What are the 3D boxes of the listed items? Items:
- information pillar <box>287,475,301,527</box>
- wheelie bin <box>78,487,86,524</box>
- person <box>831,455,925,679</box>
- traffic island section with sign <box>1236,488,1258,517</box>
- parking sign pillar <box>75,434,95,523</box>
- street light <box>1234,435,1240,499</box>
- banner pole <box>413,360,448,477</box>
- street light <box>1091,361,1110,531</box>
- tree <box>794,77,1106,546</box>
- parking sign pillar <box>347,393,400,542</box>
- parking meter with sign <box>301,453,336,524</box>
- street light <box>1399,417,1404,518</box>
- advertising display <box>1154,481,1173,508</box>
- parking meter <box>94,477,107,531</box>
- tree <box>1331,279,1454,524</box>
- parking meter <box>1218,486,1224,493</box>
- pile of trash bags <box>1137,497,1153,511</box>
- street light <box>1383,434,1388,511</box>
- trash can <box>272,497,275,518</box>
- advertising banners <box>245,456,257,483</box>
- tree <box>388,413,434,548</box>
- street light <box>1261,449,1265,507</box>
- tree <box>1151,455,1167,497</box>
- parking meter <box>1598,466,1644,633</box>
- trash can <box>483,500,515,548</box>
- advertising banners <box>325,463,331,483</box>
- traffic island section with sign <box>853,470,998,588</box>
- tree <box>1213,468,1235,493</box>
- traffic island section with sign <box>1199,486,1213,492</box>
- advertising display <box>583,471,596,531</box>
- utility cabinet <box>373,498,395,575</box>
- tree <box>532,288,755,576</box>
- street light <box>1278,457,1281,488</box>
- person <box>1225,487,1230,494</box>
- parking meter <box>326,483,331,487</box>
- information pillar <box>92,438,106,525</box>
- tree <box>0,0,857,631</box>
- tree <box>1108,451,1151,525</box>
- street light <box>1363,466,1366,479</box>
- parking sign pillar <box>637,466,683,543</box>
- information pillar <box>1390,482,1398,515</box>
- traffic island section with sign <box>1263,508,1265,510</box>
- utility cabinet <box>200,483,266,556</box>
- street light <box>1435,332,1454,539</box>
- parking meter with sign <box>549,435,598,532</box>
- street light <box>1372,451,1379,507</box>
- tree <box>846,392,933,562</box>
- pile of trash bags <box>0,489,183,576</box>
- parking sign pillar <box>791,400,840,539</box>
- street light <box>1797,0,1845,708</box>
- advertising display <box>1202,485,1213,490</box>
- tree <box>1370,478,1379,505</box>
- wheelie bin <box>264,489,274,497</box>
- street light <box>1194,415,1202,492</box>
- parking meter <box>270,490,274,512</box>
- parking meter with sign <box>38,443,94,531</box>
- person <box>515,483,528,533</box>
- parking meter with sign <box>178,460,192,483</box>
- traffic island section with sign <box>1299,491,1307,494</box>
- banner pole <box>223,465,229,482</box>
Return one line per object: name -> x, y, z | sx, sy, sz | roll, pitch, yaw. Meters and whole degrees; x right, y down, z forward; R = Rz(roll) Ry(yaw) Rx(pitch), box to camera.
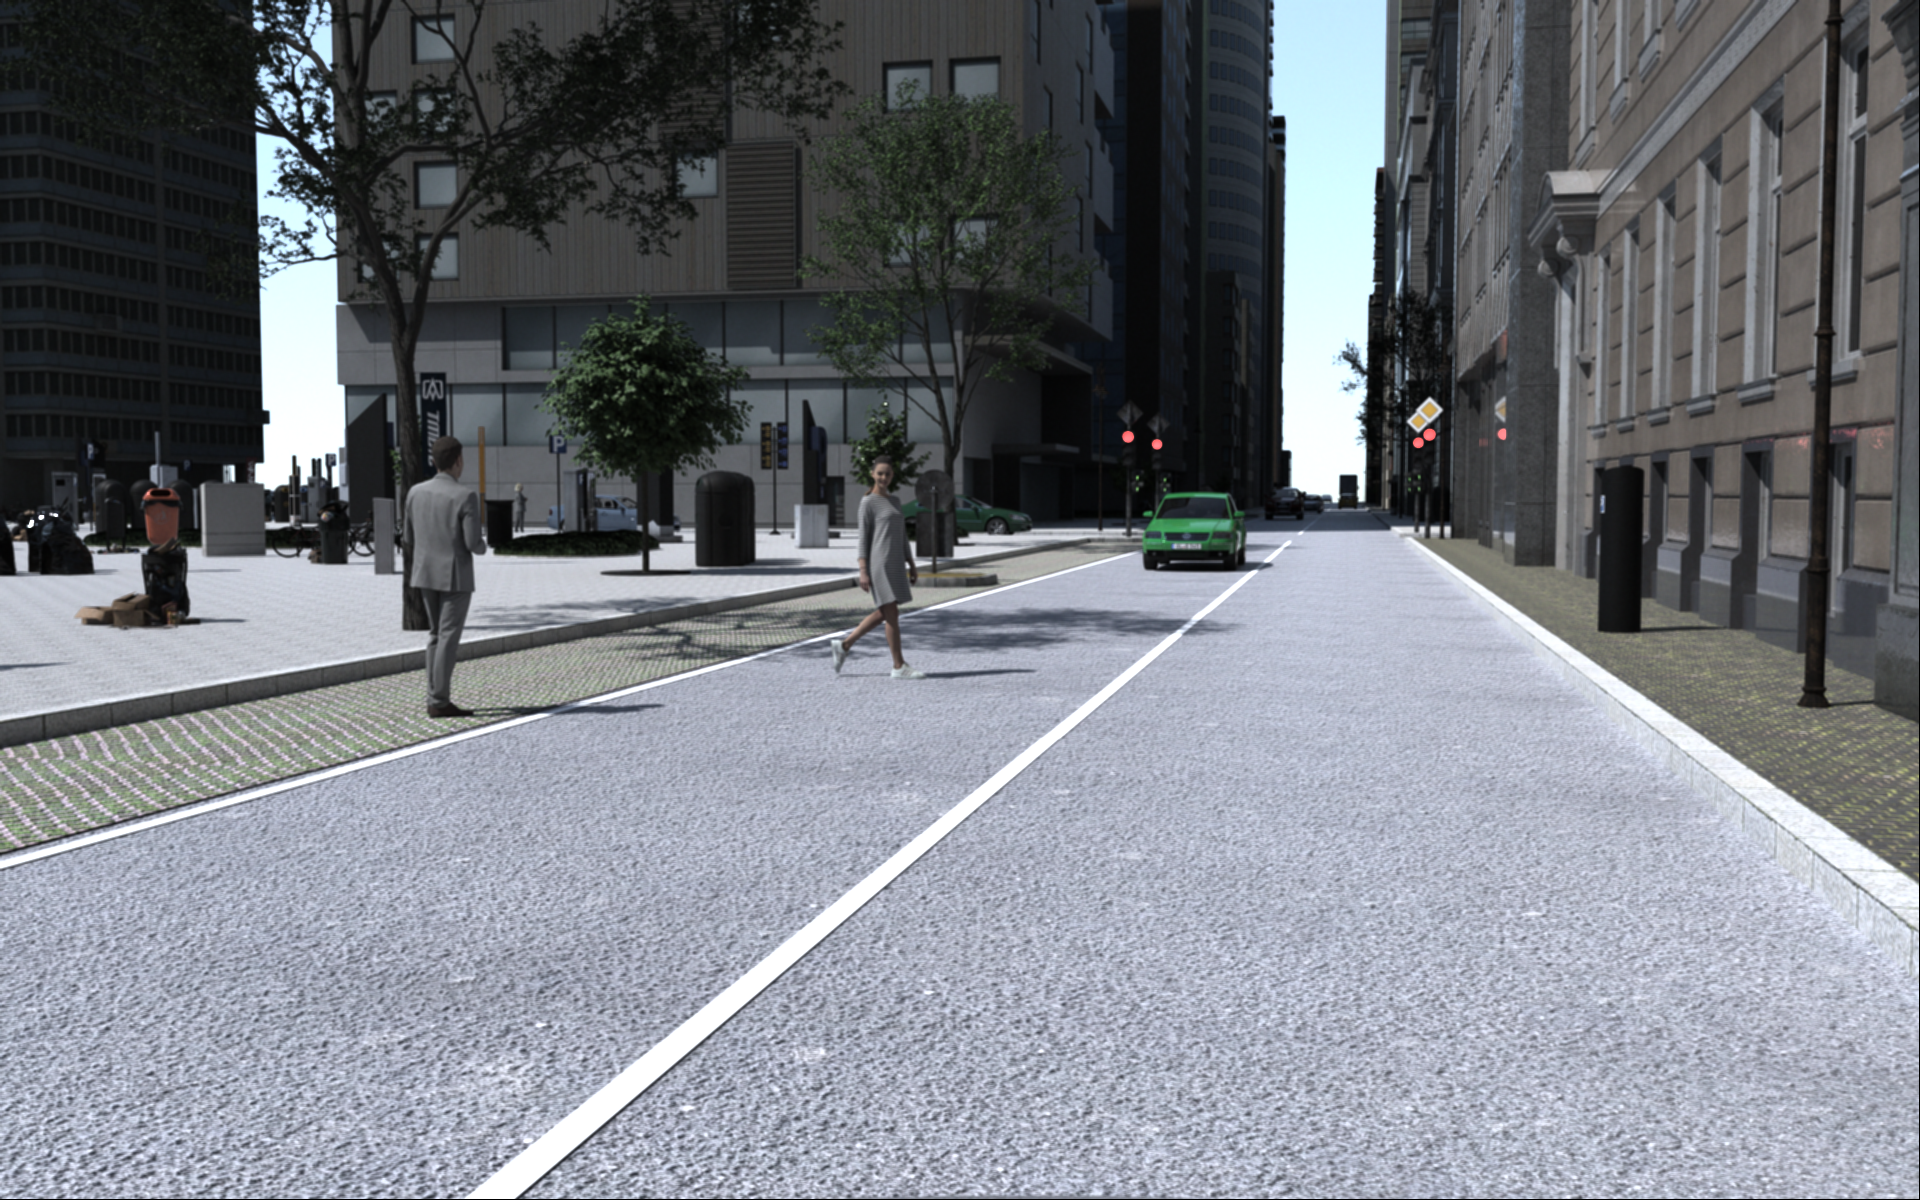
information pillar -> -25.681, -3.816, 66.883 | 0.304, 2.012, 0.304 | 2, 4, 35
wheelie bin -> -37.791, -4.028, 73.770 | 0.693, 1.594, 0.980 | 3, 5, 41
person -> -0.644, -0.257, 13.455 | 0.760, 1.731, 0.466 | 0, 4, 6
traffic island section with sign -> 17.494, -6.046, 107.485 | 1.989, 1.847, 2.006 | 1, 4, 13
parking sign pillar -> -39.430, -5.486, 78.175 | 1.447, 3.967, 1.447 | 0, 4, -8
street light -> 21.604, -9.918, 134.947 | 0.468, 5.910, 1.993 | 1, 4, 13
banner pole -> -9.688, -2.531, 31.394 | 0.863, 3.779, 0.401 | 0, 4, -1
street light -> 4.916, -5.362, 60.453 | 0.468, 5.910, 1.993 | 1, 4, 13
tree -> -0.221, -7.158, 42.787 | 9.928, 11.665, 9.643 | 0, 3, 0
parking sign pillar -> -15.872, -3.563, 46.723 | 1.447, 3.967, 1.447 | 2, 4, 25
parking meter with sign -> -27.762, -4.802, 74.768 | 1.738, 3.016, 0.543 | 2, 4, 24
street light -> 23.260, -7.244, 91.223 | 0.468, 5.910, 1.993 | 1, 4, 13
advertising display -> 10.213, -5.004, 87.034 | 0.974, 1.923, 0.123 | 2, 4, 28
parking meter -> -28.749, -3.197, 57.980 | 0.399, 1.863, 0.255 | 2, 4, 30
tree -> 20.281, -8.620, 75.357 | 7.601, 10.594, 8.767 | 3, 4, 37
parking meter -> 18.179, -7.024, 120.550 | 0.255, 1.863, 0.399 | -2, 4, -23
pile of trash bags -> 11.034, -5.074, 92.710 | 3.447, 1.369, 1.912 | 2, 4, 28
street light -> 31.972, -9.641, 130.411 | 0.468, 5.910, 1.993 | 1, 4, 13
trash can -> -37.174, -5.065, 94.470 | 0.748, 1.137, 0.748 | 0, 3, 0
advertising banners -> -33.600, -5.141, 80.247 | 2.074, 3.025, 0.090 | -3, 4, -38
tree -> -12.833, -2.869, 41.512 | 1.663, 3.219, 1.824 | 0, 3, 0
street light -> 30.429, -12.311, 174.071 | 0.468, 5.910, 1.993 | 1, 4, 13
tree -> 8.501, -5.116, 78.241 | 1.663, 3.219, 1.824 | 0, 3, 0
parking meter -> 6.153, -0.472, 16.121 | 0.372, 1.533, 0.369 | 0, 3, 0
trash can -> -10.994, -1.817, 41.360 | 0.748, 1.137, 0.748 | 0, 3, 0
advertising banners -> -35.059, -6.199, 97.549 | 0.090, 3.025, 2.074 | 1, 4, 17
traffic island section with sign -> -0.471, -1.142, 27.293 | 1.989, 1.847, 2.006 | 1, 4, 13
tree -> 19.369, -8.112, 127.226 | 1.663, 3.219, 1.824 | 0, 3, 0
traffic island section with sign -> 11.510, -4.414, 80.798 | 1.989, 1.847, 2.006 | 1, 4, 13
advertising display -> -10.420, -2.660, 48.712 | 0.123, 1.923, 0.974 | 0, 4, 1
utility cabinet -> -9.315, -1.034, 28.061 | 0.306, 1.237, 1.020 | -1, 4, -16
tree -> -5.134, -2.695, 27.778 | 4.285, 4.588, 4.351 | 0, 3, 0
street light -> 39.842, -14.880, 216.074 | 0.468, 5.910, 1.993 | 1, 4, 13
person -> 15.193, -5.558, 99.214 | 0.795, 1.843, 0.661 | 1, 4, 16
parking meter -> -32.811, -5.154, 89.981 | 0.255, 1.863, 0.399 | 1, 4, 10
information pillar -> -35.513, -4.898, 71.439 | 0.504, 3.616, 0.183 | -2, 4, -26
tree -> -5.105, -5.015, 16.403 | 8.767, 10.594, 7.601 | 0, 4, 0
tree -> 6.946, -4.719, 71.753 | 1.663, 3.219, 1.824 | 0, 3, 0
street light -> 58.240, -16.789, 247.283 | 0.468, 5.910, 1.993 | 1, 4, 13
parking sign pillar -> -8.044, -3.495, 45.615 | 1.447, 3.967, 1.447 | -3, 4, -37
information pillar -> 26.468, -6.186, 105.631 | 0.304, 2.012, 0.304 | -2, 4, -34
traffic island section with sign -> 28.387, -9.020, 156.102 | 1.989, 1.847, 2.006 | 1, 4, 13
utility cabinet -> -14.914, -1.643, 35.541 | 1.173, 1.500, 0.318 | -3, 5, -39
street light -> 13.809, -4.689, 49.450 | 0.468, 5.910, 1.993 | 1, 4, 13
parking meter with sign -> -11.182, -3.308, 50.353 | 1.738, 3.016, 0.543 | 3, 5, 42
street light -> 40.051, -11.826, 166.145 | 0.468, 5.910, 1.993 | 1, 4, 13
tree -> -1.313, -2.347, 32.973 | 1.663, 3.219, 1.824 | 0, 3, 0
pile of trash bags -> -14.484, -1.122, 28.103 | 3.447, 1.369, 1.912 | -1, 4, -21
parking sign pillar -> -4.199, -3.777, 50.222 | 1.447, 3.967, 1.447 | 1, 4, 8
street light -> 5.159, -2.294, 10.287 | 0.468, 5.910, 1.993 | 1, 4, 13
advertising display -> 17.448, -7.165, 122.366 | 0.974, 1.923, 0.123 | 3, 5, 43
tree -> 51.183, -13.359, 213.026 | 1.663, 3.219, 1.824 | 0, 3, 0
wheelie bin -> -47.190, -6.720, 117.786 | 0.980, 1.594, 0.693 | -2, 4, -27
street light -> 13.659, -7.756, 99.595 | 0.468, 5.910, 1.993 | 1, 4, 13
parking meter -> -48.720, -6.989, 122.685 | 0.372, 1.533, 0.369 | 0, 3, 0
parking meter with sign -> -30.839, -3.879, 59.690 | 1.738, 3.016, 0.543 | 0, 4, -6
person -> -14.709, -3.025, 58.149 | 0.526, 1.800, 0.537 | 0, 4, -4
parking meter with sign -> -39.707, -5.583, 87.544 | 0.543, 3.016, 1.738 | 2, 4, 27
traffic island section with sign -> 52.606, -15.632, 264.202 | 1.989, 1.847, 2.006 | 1, 4, 13
banner pole -> -53.323, -8.305, 125.800 | 0.863, 3.779, 0.401 | 3, 4, 37
